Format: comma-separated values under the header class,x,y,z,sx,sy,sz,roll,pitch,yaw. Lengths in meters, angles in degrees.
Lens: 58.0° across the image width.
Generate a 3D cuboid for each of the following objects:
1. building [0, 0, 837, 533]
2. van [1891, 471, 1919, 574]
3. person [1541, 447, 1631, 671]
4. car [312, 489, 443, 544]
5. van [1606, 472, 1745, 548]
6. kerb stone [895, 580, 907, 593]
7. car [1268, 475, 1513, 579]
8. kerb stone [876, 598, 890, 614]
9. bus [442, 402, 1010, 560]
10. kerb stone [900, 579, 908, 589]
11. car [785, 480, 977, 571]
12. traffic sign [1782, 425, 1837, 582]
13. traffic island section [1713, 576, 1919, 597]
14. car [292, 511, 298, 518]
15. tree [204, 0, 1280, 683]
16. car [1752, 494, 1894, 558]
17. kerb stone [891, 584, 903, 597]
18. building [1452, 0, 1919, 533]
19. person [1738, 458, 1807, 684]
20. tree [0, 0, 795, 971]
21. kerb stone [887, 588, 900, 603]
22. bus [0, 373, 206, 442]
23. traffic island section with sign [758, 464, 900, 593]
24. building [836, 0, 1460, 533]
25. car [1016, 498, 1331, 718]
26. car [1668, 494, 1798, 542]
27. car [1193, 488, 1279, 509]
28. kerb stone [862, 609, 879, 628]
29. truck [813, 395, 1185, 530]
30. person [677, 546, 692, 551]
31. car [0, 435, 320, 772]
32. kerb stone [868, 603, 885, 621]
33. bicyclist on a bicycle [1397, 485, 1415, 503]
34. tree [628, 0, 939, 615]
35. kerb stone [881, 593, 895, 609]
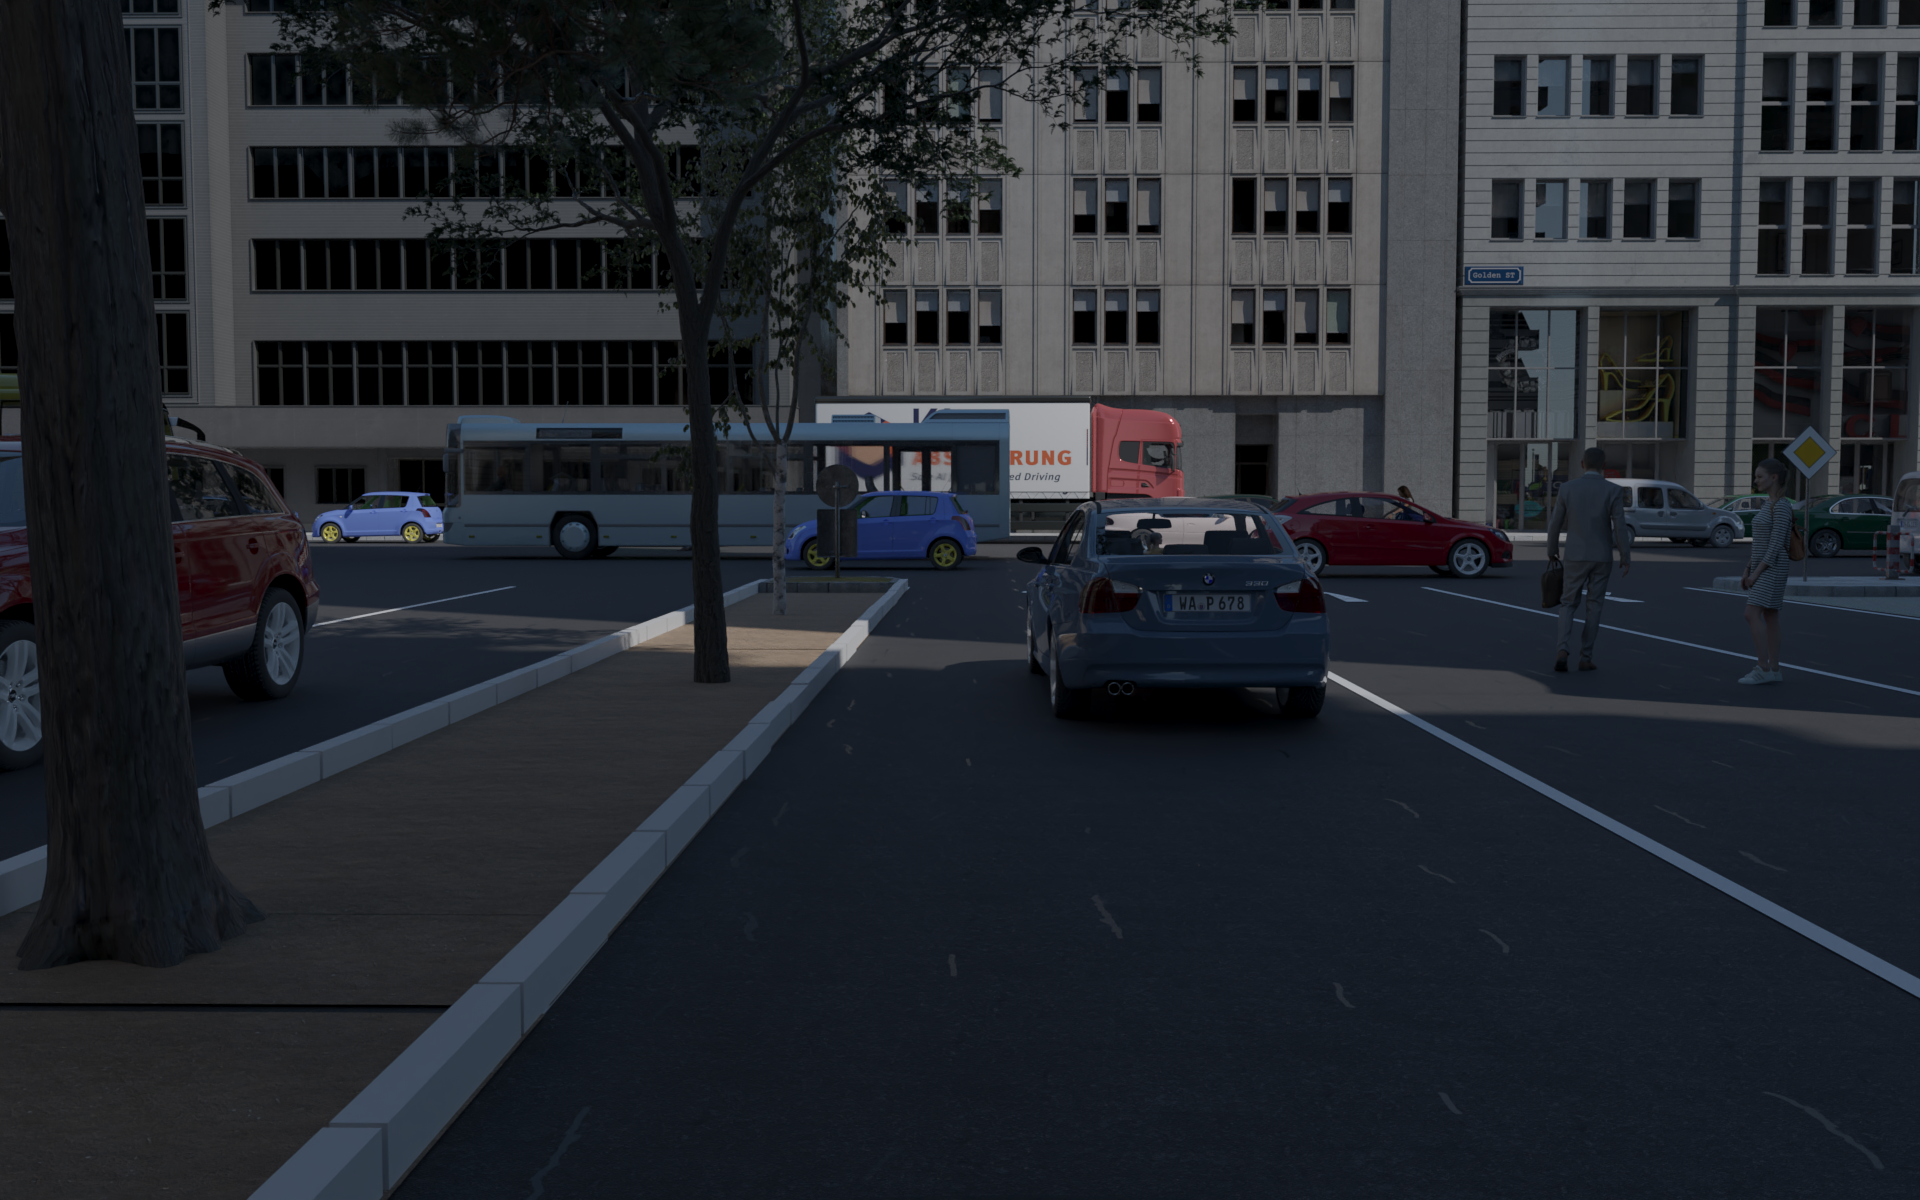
class,x,y,z,sx,sy,sz,roll,pitch,yaw
building,-19.406,-14.870,62.183,30.058,24.678,14.314,0,4,1
van,18.668,-1.432,30.427,4.112,2.044,2.013,0,4,2
person,5.099,-0.336,14.116,0.709,1.813,0.853,2,4,26
car,-17.068,-2.520,50.792,3.694,1.707,1.945,0,4,2
van,18.955,-2.428,46.715,4.112,2.044,2.013,0,4,0
kerb stone,-0.878,-0.147,24.599,0.120,0.150,1.000,0,4,1
car,7.346,-1.292,30.166,4.494,1.783,2.155,0,4,2
kerb stone,-0.943,0.108,20.486,0.120,0.150,1.000,0,4,1
bus,-5.501,-2.675,38.589,13.247,3.499,2.948,0,4,2
kerb stone,-0.855,-0.210,25.636,0.120,0.150,1.000,0,4,1
car,-1.513,-1.445,33.209,3.694,1.707,1.945,0,4,3
traffic sign,12.382,-1.326,25.322,0.795,2.450,0.064,0,4,1
traffic island section,12.406,-0.191,25.399,2.009,0.180,2.903,0,4,1
car,-18.128,-1.798,41.395,4.499,1.417,2.014,0,4,1
tree,-1.855,-4.667,13.183,8.767,10.594,7.601,0,4,1
car,20.799,-1.704,39.655,4.920,1.459,2.131,0,4,1
kerb stone,-0.889,-0.084,23.573,0.120,0.150,1.000,0,4,1
building,30.973,-17.298,60.309,29.804,29.767,11.434,0,4,1
person,6.172,-0.227,13.211,0.522,1.701,0.512,1,4,8
tree,-2.837,-5.837,5.309,7.806,13.903,7.818,0,3,0
kerb stone,-0.899,-0.017,22.539,0.120,0.150,1.000,0,4,1
bus,-22.349,-2.715,35.943,12.252,3.916,2.896,0,4,1
traffic island section with sign,-1.893,-1.085,25.880,2.006,1.907,1.989,0,4,1
building,6.057,-14.886,61.413,19.932,24.808,12.078,0,4,1
car,1.433,-0.025,12.405,2.014,1.417,4.499,0,4,-1
car,22.777,-2.376,50.642,4.920,1.459,2.131,0,4,2
car,7.632,-2.094,44.019,4.222,1.686,2.009,0,4,2
kerb stone,-0.976,0.230,18.433,0.120,0.150,1.000,0,4,1
truck,1.497,-3.764,50.456,11.283,4.237,2.839,0,4,2
person,-6.954,-2.139,43.668,0.583,1.804,0.606,-1,4,-12
car,-5.801,-0.122,10.662,2.281,1.827,5.304,0,4,2
kerb stone,-0.965,0.167,19.459,0.120,0.150,1.000,0,4,1
bicyclist on a bicycle,9.286,-1.620,36.507,1.625,1.676,1.499,0,4,3
tree,-2.141,-4.134,20.416,4.360,8.622,3.978,0,3,0
kerb stone,-0.923,0.046,21.513,0.120,0.150,1.000,0,4,1
